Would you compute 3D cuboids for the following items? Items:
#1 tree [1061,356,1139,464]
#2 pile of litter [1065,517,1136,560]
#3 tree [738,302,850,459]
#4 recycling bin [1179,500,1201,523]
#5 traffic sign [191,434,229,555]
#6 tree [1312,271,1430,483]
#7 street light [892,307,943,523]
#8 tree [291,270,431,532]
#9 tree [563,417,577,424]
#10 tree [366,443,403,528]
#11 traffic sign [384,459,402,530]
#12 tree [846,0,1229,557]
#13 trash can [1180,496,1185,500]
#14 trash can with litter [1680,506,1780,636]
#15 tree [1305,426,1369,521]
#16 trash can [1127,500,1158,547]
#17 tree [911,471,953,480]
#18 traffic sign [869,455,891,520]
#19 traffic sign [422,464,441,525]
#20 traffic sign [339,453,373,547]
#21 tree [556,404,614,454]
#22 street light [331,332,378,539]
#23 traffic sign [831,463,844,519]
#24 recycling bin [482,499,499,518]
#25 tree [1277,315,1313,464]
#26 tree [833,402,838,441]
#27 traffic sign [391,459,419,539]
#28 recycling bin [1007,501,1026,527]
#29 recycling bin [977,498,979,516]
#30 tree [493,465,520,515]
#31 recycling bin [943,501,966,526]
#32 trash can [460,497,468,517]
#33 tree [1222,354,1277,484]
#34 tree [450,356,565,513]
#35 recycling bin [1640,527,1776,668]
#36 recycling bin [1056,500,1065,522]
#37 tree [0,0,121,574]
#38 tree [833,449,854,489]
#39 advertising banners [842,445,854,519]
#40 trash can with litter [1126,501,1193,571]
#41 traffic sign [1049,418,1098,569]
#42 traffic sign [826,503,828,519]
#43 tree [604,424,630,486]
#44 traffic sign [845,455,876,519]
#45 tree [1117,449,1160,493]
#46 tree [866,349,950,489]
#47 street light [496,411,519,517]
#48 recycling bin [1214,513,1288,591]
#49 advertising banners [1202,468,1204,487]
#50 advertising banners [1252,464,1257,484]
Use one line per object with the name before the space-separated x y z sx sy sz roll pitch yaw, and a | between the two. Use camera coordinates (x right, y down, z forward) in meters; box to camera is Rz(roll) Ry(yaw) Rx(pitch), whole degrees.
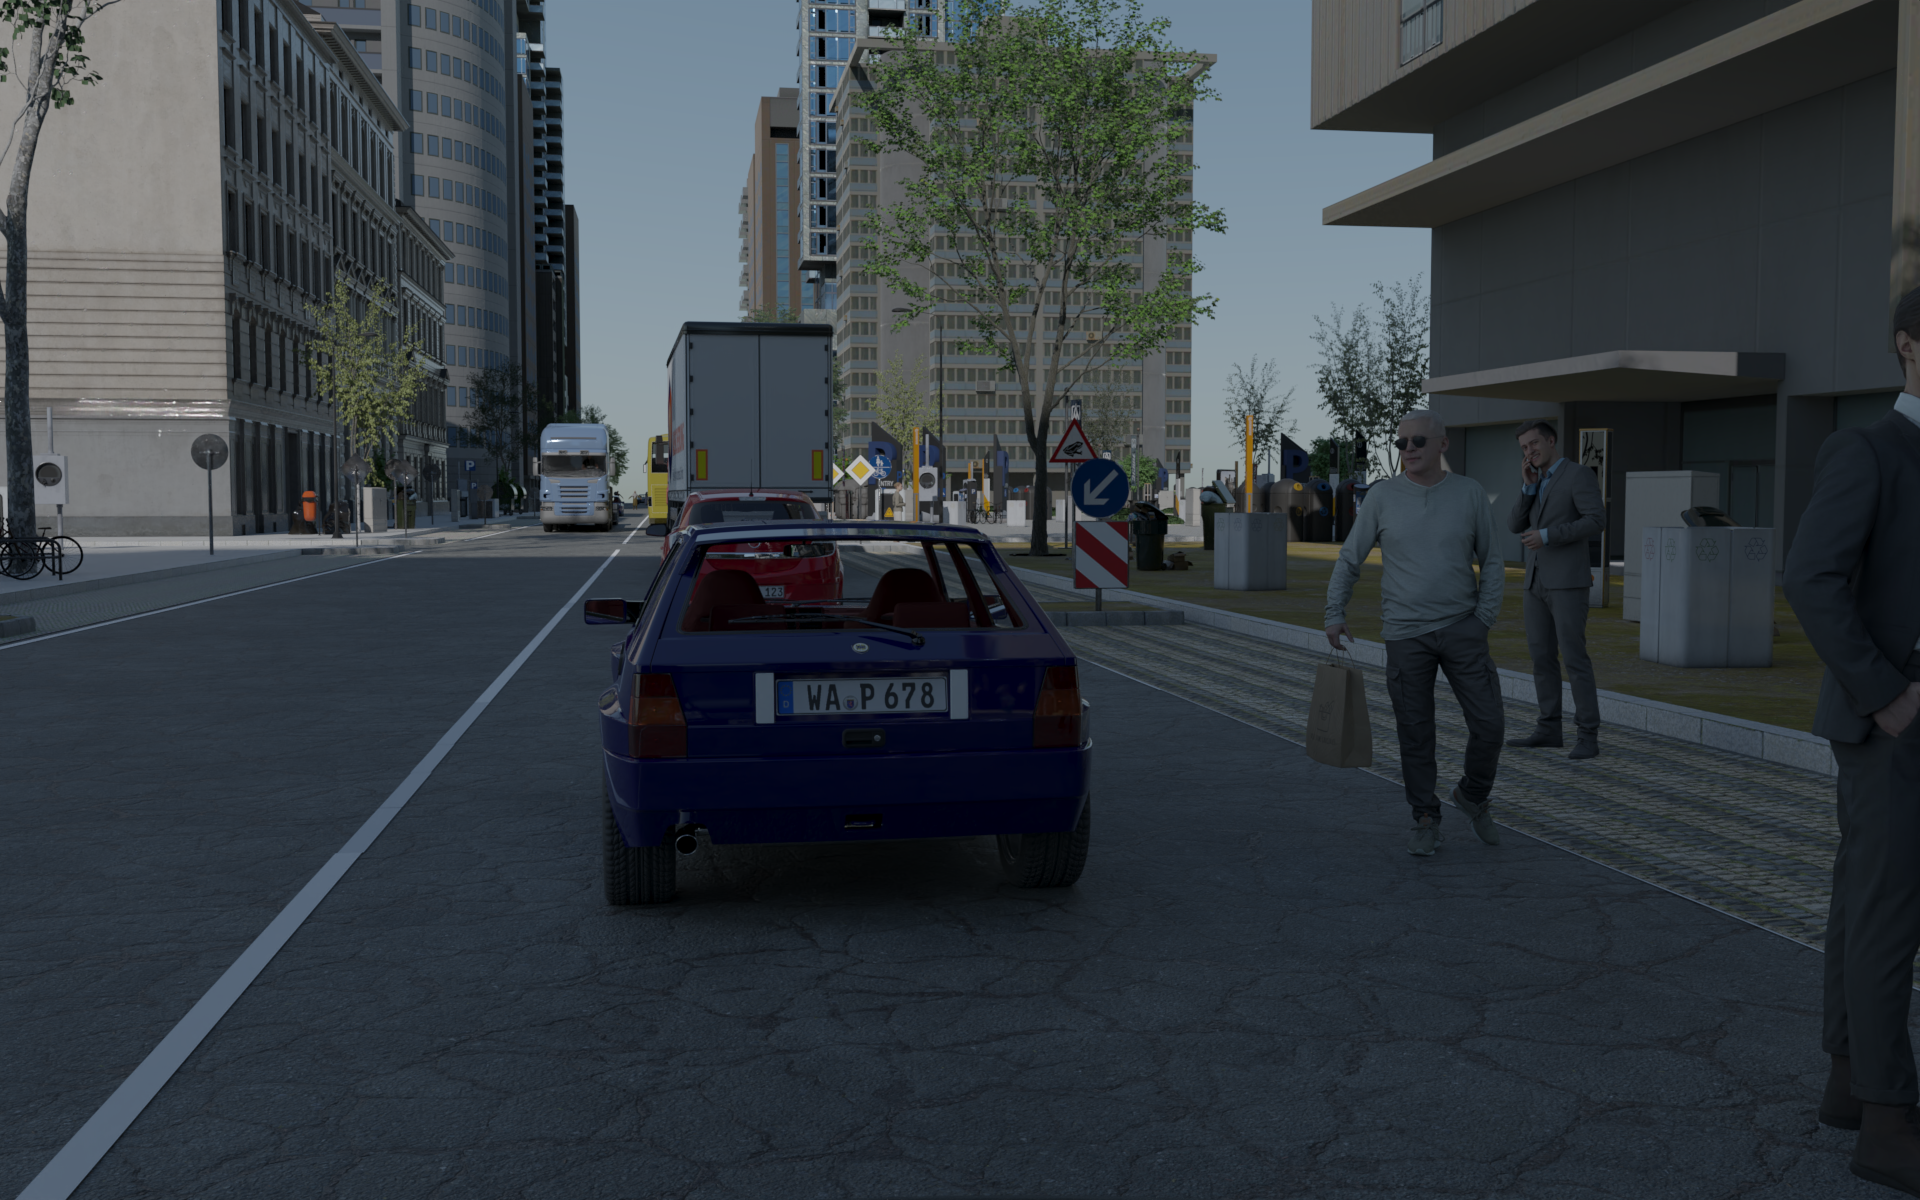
tree | 7.649 -8.639 91.613 4.360 8.622 3.978 0 3 0
pile of litter | 2.920 -1.223 33.959 1.719 0.858 1.176 0 4 3
tree | -11.455 -12.710 114.463 9.857 13.997 8.962 0 3 0
recycling bin | 10.152 -3.909 76.472 0.722 1.027 0.722 3 5 42
traffic sign | -15.807 -2.227 36.510 0.768 2.556 0.104 0 4 -5
tree | 14.414 -6.576 57.887 4.360 8.622 3.978 0 3 0
street light | -1.010 -4.329 43.325 1.470 5.913 1.316 -1 4 -10
tree | -19.960 -6.579 57.927 4.737 8.622 4.395 0 3 0
tree | -37.815 -13.271 167.335 4.360 8.622 3.978 0 3 0
tree | -21.886 -4.339 65.551 1.663 3.219 1.824 0 3 0
traffic sign | -20.358 -3.812 62.431 0.768 2.556 0.104 0 3 0
tree | 1.569 -6.702 35.341 9.928 11.665 9.643 0 3 0
trash can | 13.416 -5.648 104.000 0.748 1.137 0.748 0 3 0
trash can with litter | 6.835 -0.239 15.295 0.624 1.170 1.055 -1 4 -12
tree | 18.140 -6.139 84.094 4.285 4.588 4.351 0 3 0
trash can | 4.454 -1.875 42.315 0.748 1.137 0.748 0 3 0
tree | -1.431 -5.043 77.053 1.663 3.219 1.824 0 3 0
traffic sign | -2.617 -3.442 56.375 0.768 2.556 0.104 0 4 -7
traffic sign | -22.114 -4.430 72.537 0.768 2.556 0.104 0 4 -5
traffic sign | -14.660 -2.350 42.063 0.795 2.450 0.064 -1 4 -10
tree | -43.337 -16.677 198.424 9.928 11.665 9.643 0 3 0
street light | -17.392 -4.724 49.778 1.470 5.913 1.316 -1 4 -10
traffic sign | -3.861 -2.955 51.954 0.795 2.450 0.064 -1 4 -10
recycling bin | -24.967 -4.865 92.089 0.722 1.027 0.722 0 4 2
tree | 15.129 -7.076 66.057 4.360 8.622 3.978 0 3 0
tree | -9.649 -9.448 104.843 4.360 8.622 3.978 0 3 0
traffic sign | -15.988 -2.831 49.937 0.795 2.450 0.064 -1 4 -10
recycling bin | 2.193 -3.363 67.542 0.722 1.027 0.722 0 4 2
recycling bin | 0.691 -5.566 103.556 0.722 1.027 0.722 2 4 33
tree | -27.693 -6.736 104.742 1.663 3.219 1.824 0 3 0
recycling bin | -0.253 -2.919 60.278 0.722 1.027 0.722 2 4 26
trash can | -27.476 -5.130 95.530 0.748 1.137 0.748 0 3 0
tree | 15.687 -8.653 91.836 4.360 8.622 3.978 0 3 0
tree | -30.210 -11.111 116.085 8.767 10.594 7.601 1 4 14
recycling bin | 5.642 -0.033 13.095 0.722 1.027 0.722 0 4 -3
recycling bin | 4.827 -4.043 78.658 0.722 1.027 0.722 -2 4 -26
tree | -16.542 -10.527 28.007 12.611 20.169 13.585 0 3 0
tree | -4.840 -4.652 70.668 1.663 3.219 1.824 0 3 0
advertising banners | -4.118 -4.109 63.377 0.090 3.025 2.074 0 4 7
trash can with litter | 3.369 -1.088 29.181 1.055 1.170 0.624 -2 4 -29
traffic sign | 1.943 -1.808 29.558 0.884 2.594 0.081 0 4 -7
traffic sign | -5.658 -4.498 73.646 0.768 2.556 0.104 -1 4 -9
tree | -56.606 -22.039 278.462 7.486 12.596 7.792 0 3 0
traffic sign | -2.533 -2.473 44.080 0.795 2.450 0.064 -1 4 -10
tree | 12.764 -8.641 124.997 4.285 4.588 4.351 0 3 0
tree | -2.736 -8.480 89.013 4.737 8.622 4.395 0 3 0
street light | -25.345 -7.607 96.916 1.470 5.913 1.316 -1 4 -10
recycling bin | 3.904 -0.656 23.276 0.722 1.027 0.722 -2 4 -29
advertising banners | 15.999 -7.293 115.432 0.090 3.025 2.074 1 4 22
advertising banners | 17.214 -6.225 97.961 0.090 3.025 2.074 -3 5 -41
